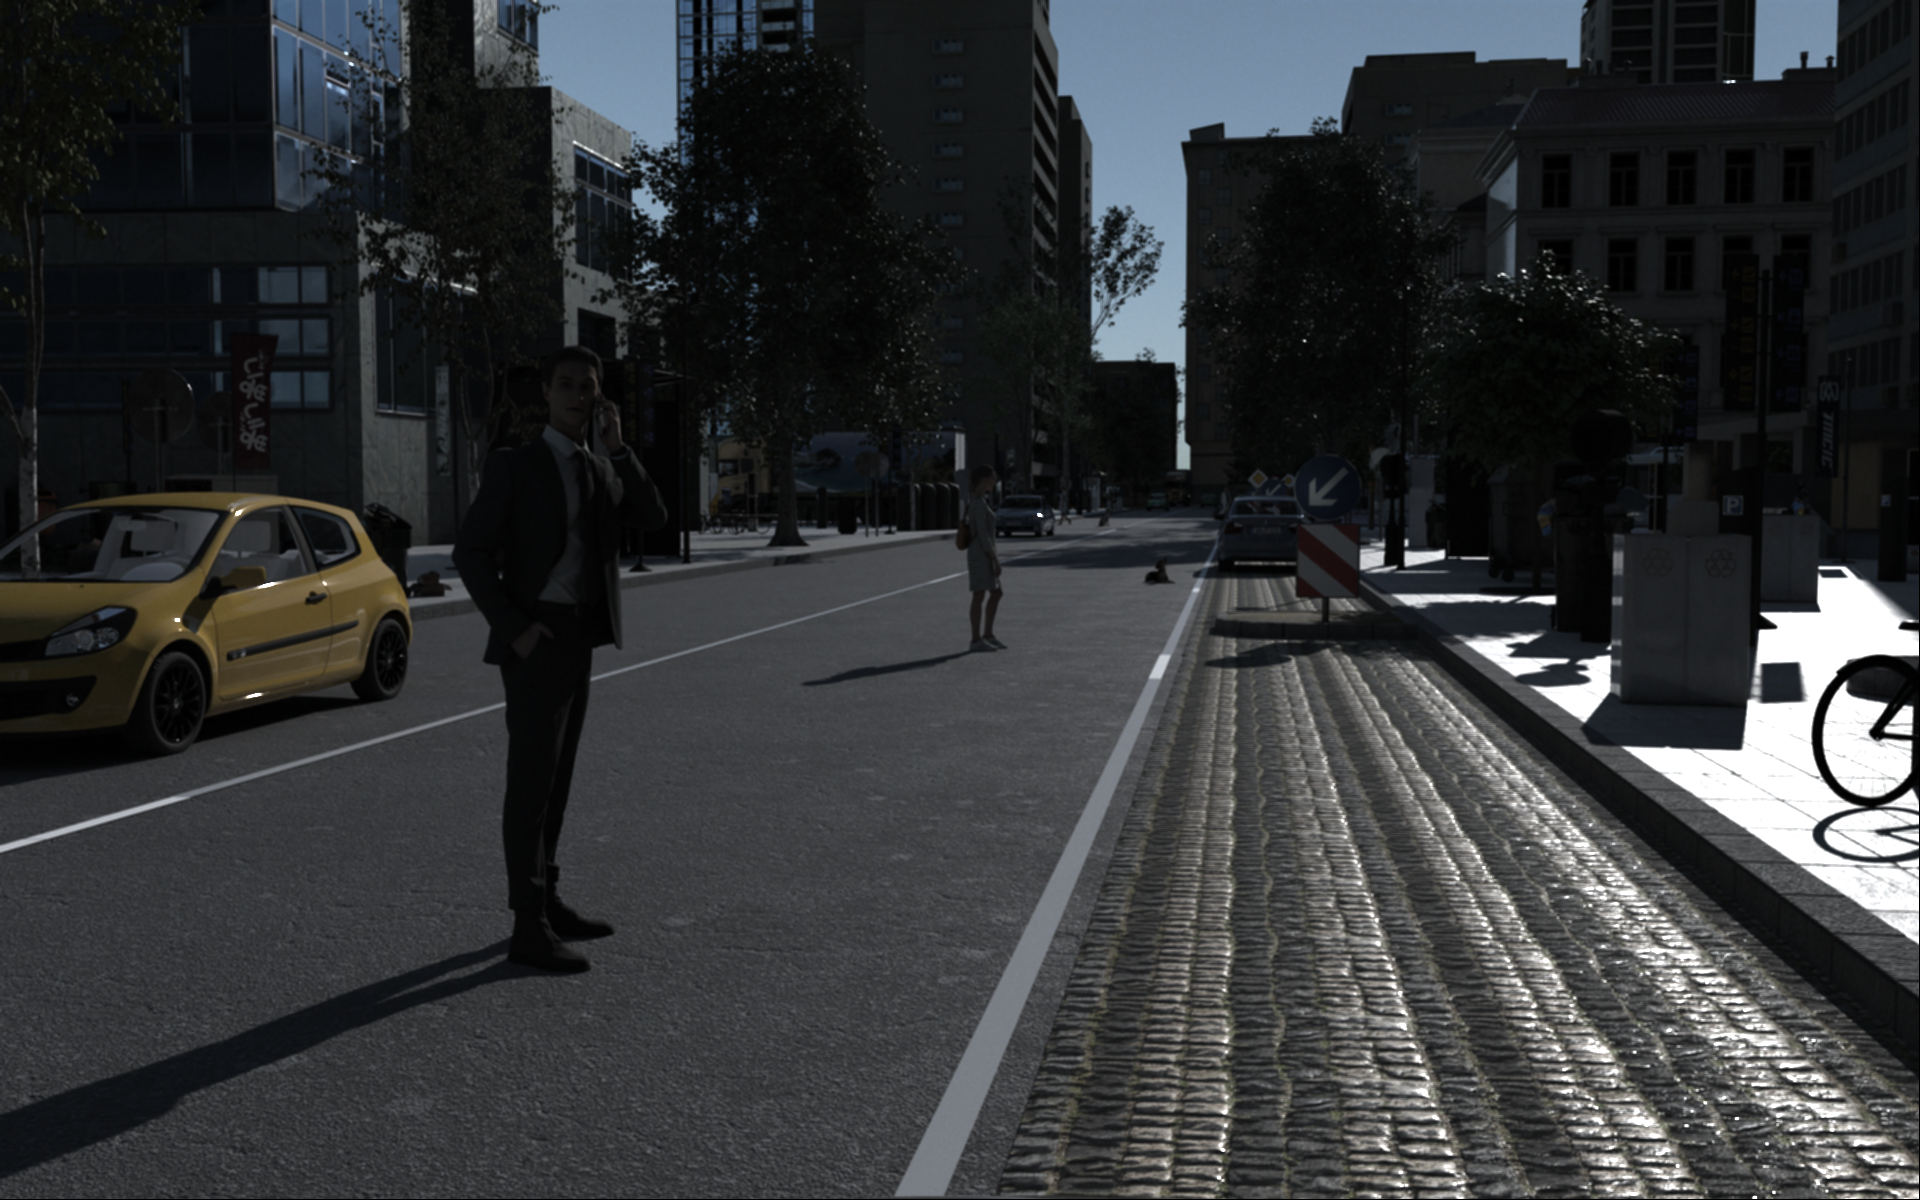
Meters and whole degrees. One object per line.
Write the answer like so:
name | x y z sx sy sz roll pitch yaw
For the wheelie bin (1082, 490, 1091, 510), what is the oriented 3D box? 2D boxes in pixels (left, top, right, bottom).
wheelie bin | 10.042 -7.905 137.150 0.980 1.594 0.693 3 4 38

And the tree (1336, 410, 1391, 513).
tree | 26.412 -10.056 114.770 4.737 8.622 4.395 0 3 0

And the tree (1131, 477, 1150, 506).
tree | 19.722 -12.043 191.509 1.663 3.219 1.824 0 3 0

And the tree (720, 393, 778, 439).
tree | -10.959 -8.649 91.769 4.737 8.622 4.395 0 3 0

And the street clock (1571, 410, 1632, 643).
street clock | 5.524 -0.636 14.967 0.358 2.002 0.471 -2 4 -28

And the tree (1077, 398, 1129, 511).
tree | 10.527 -11.094 131.741 4.737 8.622 4.395 0 3 0

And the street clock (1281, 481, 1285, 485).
street clock | 17.599 -5.510 94.660 0.358 2.002 0.471 1 4 21

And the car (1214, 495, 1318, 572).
car | 5.825 -1.280 32.933 2.014 1.417 4.499 1 4 10

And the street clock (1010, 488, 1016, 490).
street clock | 3.811 -7.341 124.602 0.358 2.002 0.471 3 4 36

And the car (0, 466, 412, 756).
car | -4.973 -0.035 10.790 2.015 1.641 3.980 0 4 8

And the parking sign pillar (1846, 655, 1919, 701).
parking sign pillar | 6.506 -1.379 11.016 1.447 3.967 1.447 2 4 25

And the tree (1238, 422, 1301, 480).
tree | 28.657 -14.597 156.792 7.486 12.596 7.792 0 3 0

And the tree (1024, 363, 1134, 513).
tree | 8.605 -11.338 119.788 7.601 10.594 8.767 2 4 30

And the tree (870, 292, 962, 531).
tree | -1.768 -6.663 59.299 4.360 8.622 3.978 0 3 0

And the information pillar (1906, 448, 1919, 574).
information pillar | 15.436 -1.435 27.946 0.304 2.012 0.304 2 4 32

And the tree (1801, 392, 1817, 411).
tree | 26.428 -4.353 54.879 4.285 4.588 4.351 0 3 0

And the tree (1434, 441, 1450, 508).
tree | 17.351 -4.120 61.969 1.663 3.219 1.824 0 3 0

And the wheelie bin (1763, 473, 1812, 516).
wheelie bin | 12.638 -1.149 26.702 0.693 1.594 0.980 -2 4 -32

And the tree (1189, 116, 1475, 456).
tree | 18.684 -14.012 84.993 12.611 20.169 13.585 0 3 0

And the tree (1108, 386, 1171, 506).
tree | 18.813 -16.178 182.640 7.486 12.596 7.792 0 3 0

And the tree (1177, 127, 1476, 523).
tree | 11.743 -8.422 54.701 9.611 12.733 9.660 0 3 0

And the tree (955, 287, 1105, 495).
tree | 3.436 -9.906 87.720 9.928 11.665 9.643 0 3 0

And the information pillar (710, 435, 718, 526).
information pillar | -9.753 -4.726 68.617 0.183 3.616 0.504 -3 5 -39

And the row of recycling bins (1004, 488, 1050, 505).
row of recycling bins | 4.317 -6.619 115.331 3.534 1.692 1.069 -1 4 -20

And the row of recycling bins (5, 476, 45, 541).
row of recycling bins | -22.344 -1.926 38.595 3.534 1.692 1.069 -2 4 -24

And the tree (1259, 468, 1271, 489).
tree | 33.679 -12.571 189.250 4.285 4.588 4.351 0 3 0

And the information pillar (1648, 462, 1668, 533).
information pillar | 16.039 -2.160 39.812 0.304 2.012 0.304 0 4 -7

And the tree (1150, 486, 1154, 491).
tree | 23.041 -13.448 214.478 1.663 3.219 1.824 0 3 0

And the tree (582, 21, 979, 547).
tree | -4.352 -7.680 42.570 9.611 12.733 9.660 0 3 0

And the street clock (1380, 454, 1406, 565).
street clock | 7.781 -1.628 31.184 0.471 2.002 0.358 -3 4 -38

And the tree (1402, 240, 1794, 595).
tree | 7.514 -2.381 22.639 4.285 4.588 4.351 0 3 0

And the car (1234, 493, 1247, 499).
car | 27.437 -9.677 167.022 1.959 1.807 4.718 1 4 9

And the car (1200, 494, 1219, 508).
car | 26.254 -10.618 182.407 1.959 1.807 4.718 1 4 9

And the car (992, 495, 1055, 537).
car | 2.161 -2.862 58.802 2.014 1.417 4.499 1 4 11

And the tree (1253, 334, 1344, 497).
tree | 20.275 -10.988 105.414 9.928 11.665 9.643 0 3 0

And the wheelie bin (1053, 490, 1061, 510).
wheelie bin | 7.906 -8.090 140.186 0.693 1.594 0.980 -3 4 -36

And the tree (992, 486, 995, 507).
tree | 2.776 -8.909 140.270 1.663 3.219 1.824 0 3 0

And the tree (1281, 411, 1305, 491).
tree | 25.146 -11.054 131.088 4.737 8.622 4.395 0 3 0

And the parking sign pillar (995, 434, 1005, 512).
parking sign pillar | 1.791 -5.488 78.201 1.447 3.967 1.447 0 4 2

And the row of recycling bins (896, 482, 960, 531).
row of recycling bins | -1.064 -3.337 61.673 1.069 1.692 3.534 2 4 31

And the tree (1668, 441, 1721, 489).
tree | 22.812 -3.624 53.857 1.663 3.219 1.824 0 3 0

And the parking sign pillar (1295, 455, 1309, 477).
parking sign pillar | 23.520 -7.919 117.943 1.447 3.967 1.447 -1 4 -12

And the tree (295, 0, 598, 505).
tree | -6.835 -4.501 23.955 4.360 8.622 3.978 0 3 0

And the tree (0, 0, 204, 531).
tree | -8.243 -3.934 14.687 4.737 8.622 4.395 0 3 0

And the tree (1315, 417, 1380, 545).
tree | 10.044 -3.019 43.961 1.663 3.219 1.824 0 3 0

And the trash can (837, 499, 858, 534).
trash can | -3.612 -2.684 55.541 0.748 1.137 0.748 0 3 0

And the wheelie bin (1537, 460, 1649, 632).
wheelie bin | 5.912 -0.507 16.192 0.980 1.594 0.693 1 4 17

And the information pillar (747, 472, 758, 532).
information pillar | -7.055 -3.329 58.920 0.304 2.012 0.304 0 4 4

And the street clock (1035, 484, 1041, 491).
street clock | 5.709 -7.488 127.002 0.471 2.002 0.358 0 4 -5

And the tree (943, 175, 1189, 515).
tree | 4.988 -15.218 104.701 12.611 20.169 13.585 0 3 0

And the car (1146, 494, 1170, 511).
car | 16.647 -8.362 145.509 1.959 1.807 4.718 1 4 10

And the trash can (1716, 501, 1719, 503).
trash can | 15.859 -1.455 35.436 0.748 1.137 0.748 0 3 0
